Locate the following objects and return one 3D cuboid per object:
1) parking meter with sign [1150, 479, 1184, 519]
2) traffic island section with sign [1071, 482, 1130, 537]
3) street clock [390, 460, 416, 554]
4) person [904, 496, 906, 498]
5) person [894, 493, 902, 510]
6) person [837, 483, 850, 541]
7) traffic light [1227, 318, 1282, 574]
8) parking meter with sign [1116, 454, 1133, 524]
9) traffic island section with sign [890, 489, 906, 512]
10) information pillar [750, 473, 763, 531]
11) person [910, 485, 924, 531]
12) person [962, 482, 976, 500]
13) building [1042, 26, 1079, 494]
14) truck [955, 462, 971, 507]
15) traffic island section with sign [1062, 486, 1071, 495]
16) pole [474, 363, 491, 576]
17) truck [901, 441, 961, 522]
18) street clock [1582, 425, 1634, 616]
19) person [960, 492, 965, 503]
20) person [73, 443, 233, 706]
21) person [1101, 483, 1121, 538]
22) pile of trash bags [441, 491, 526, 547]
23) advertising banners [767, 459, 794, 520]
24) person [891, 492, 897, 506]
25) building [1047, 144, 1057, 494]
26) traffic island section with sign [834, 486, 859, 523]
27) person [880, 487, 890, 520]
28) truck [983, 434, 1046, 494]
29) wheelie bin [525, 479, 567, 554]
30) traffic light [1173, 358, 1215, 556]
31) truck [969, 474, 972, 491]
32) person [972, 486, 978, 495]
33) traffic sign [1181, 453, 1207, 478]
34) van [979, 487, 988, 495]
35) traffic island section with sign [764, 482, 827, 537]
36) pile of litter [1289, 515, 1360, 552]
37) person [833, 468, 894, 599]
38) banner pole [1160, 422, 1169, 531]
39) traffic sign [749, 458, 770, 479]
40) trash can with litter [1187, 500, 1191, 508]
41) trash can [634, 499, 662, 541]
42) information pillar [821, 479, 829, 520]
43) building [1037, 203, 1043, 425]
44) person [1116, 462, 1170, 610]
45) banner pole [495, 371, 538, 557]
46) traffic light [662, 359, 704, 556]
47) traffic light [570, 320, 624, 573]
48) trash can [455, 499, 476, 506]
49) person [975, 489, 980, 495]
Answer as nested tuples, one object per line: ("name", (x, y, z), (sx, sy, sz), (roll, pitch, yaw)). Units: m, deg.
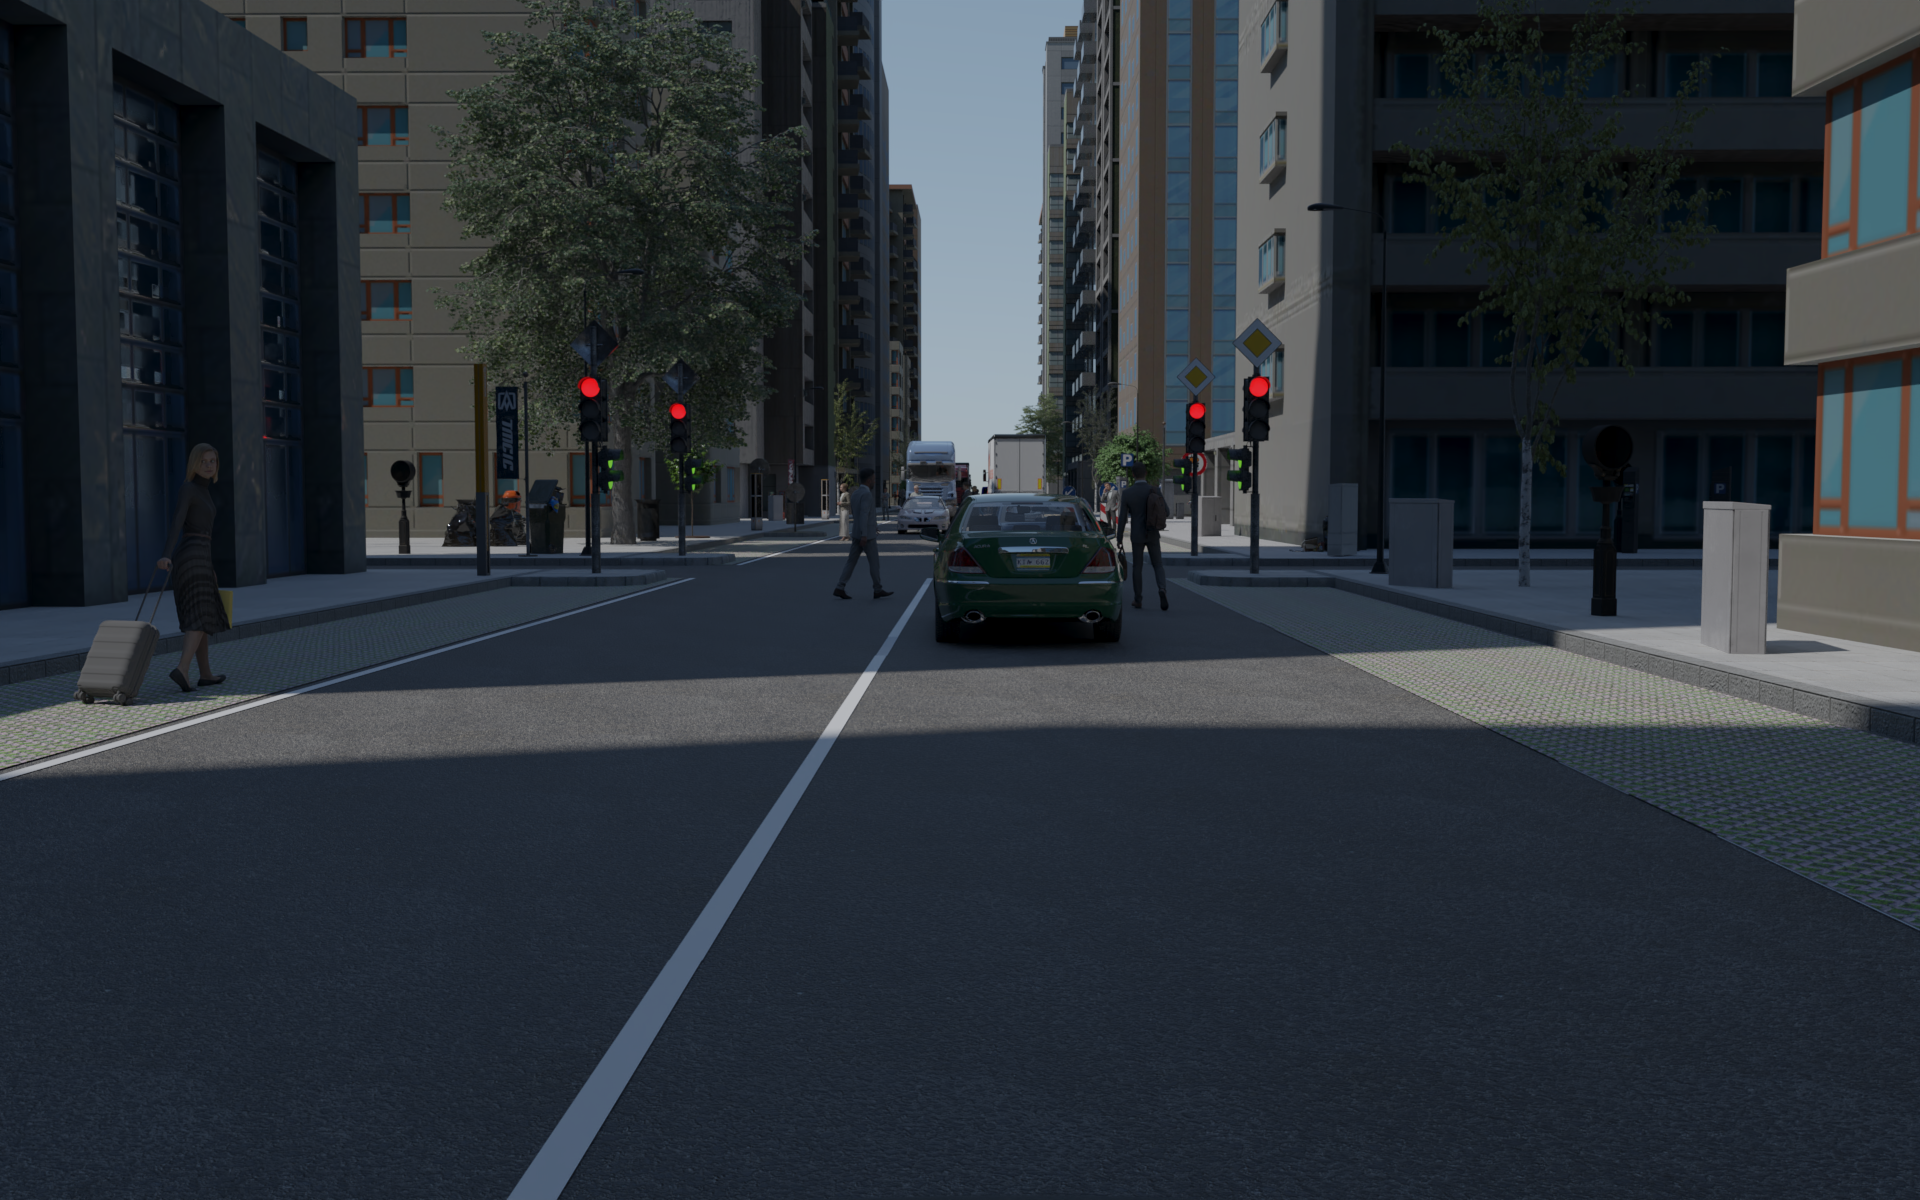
("parking meter with sign", (10.511, -5.611, 88.002), (1.738, 3.016, 0.543), (-1, 4, -9))
("traffic island section with sign", (4.872, -3.054, 58.554), (1.989, 1.847, 2.006), (0, 4, 1))
("street clock", (-11.893, -1.985, 37.032), (0.471, 2.002, 0.358), (1, 4, 8))
("person", (-3.968, -8.071, 140.477), (1.348, 1.821, 0.705), (0, 4, -4))
("person", (-4.864, -7.839, 137.469), (0.742, 1.727, 0.445), (-2, 4, -24))
("person", (-3.579, -2.691, 53.045), (0.362, 1.759, 0.519), (-2, 4, -31))
("traffic light", (4.732, -2.380, 27.832), (0.839, 4.253, 0.868), (0, 4, 1))
("parking meter with sign", (7.105, -4.852, 75.589), (0.543, 3.016, 1.738), (0, 4, -7))
("traffic island section with sign", (-4.434, -7.767, 135.622), (1.989, 1.847, 2.006), (0, 4, 1))
("information pillar", (-7.154, -3.451, 60.916), (0.304, 2.012, 0.304), (-3, 5, -41))
("person", (-1.716, -3.523, 66.592), (0.782, 1.767, 0.515), (0, 4, 1))
("person", (0.277, -2.990, 57.343), (0.822, 1.834, 0.622), (0, 4, -1))
("building", (21.231, -41.811, 225.613), (21.231, 58.520, 28.212), (0, 4, 1))
("truck", (-0.392, -10.195, 155.608), (2.839, 4.237, 11.283), (0, 4, 0))
("traffic island section with sign", (5.244, -4.702, 85.507), (1.989, 1.847, 2.006), (0, 4, 1))
("pole", (-7.495, -2.038, 27.161), (0.158, 3.312, 0.155), (0, 3, 0))
("truck", (-1.479, -6.363, 93.799), (2.967, 4.110, 18.799), (0, 4, 0))
("street clock", (6.789, -0.834, 18.204), (0.471, 2.002, 0.358), (-1, 4, -14))
("person", (0.230, -8.541, 149.617), (0.415, 1.643, 0.593), (2, 4, 32))
("person", (-5.690, -0.221, 12.339), (0.699, 1.804, 1.509), (1, 4, 19))
("person", (4.896, -2.905, 56.185), (0.592, 1.802, 0.473), (3, 5, 41))
("pile of trash bags", (-11.691, -2.067, 43.541), (1.912, 1.369, 3.447), (0, 4, 2))
("advertising banners", (-8.867, -5.488, 85.910), (0.090, 3.025, 2.074), (2, 4, 35))
("person", (-7.188, -11.255, 193.341), (1.217, 1.723, 0.721), (3, 4, 36))
("building", (17.284, -31.895, 205.084), (14.154, 41.232, 14.086), (0, 4, 1))
("traffic island section with sign", (-5.129, -4.681, 85.159), (1.989, 1.847, 2.006), (0, 4, 1))
("person", (-4.093, -5.241, 94.374), (0.511, 1.800, 0.466), (1, 4, 11))
("truck", (2.690, -5.966, 86.462), (2.839, 4.237, 11.283), (0, 4, -1))
("wheelie bin", (-8.910, -1.796, 37.273), (0.980, 1.594, 0.693), (2, 4, 29))
("traffic light", (4.843, -2.868, 35.816), (0.839, 4.253, 0.868), (0, 4, 1))
("truck", (0.325, -15.847, 248.005), (2.839, 4.237, 11.283), (0, 4, 0))
("person", (0.873, -4.052, 74.965), (0.699, 1.804, 1.509), (-3, 4, -38))
("traffic sign", (6.752, -3.057, 50.084), (0.768, 2.556, 0.104), (0, 4, 2))
("van", (2.601, -8.367, 141.176), (2.240, 2.365, 5.245), (0, 4, 0))
("traffic island section with sign", (-5.513, -3.032, 58.206), (1.989, 1.847, 2.006), (0, 4, 1))
("pile of litter", (8.176, -1.519, 38.808), (1.719, 0.858, 1.176), (0, 4, -2))
("person", (-1.332, -0.910, 23.661), (0.850, 1.792, 0.678), (-2, 4, -28))
("banner pole", (7.077, -4.298, 60.283), (0.401, 3.779, 0.863), (0, 4, 4))
("traffic sign", (-7.138, -3.761, 61.606), (0.768, 2.556, 0.104), (1, 4, 11))
("trash can with litter", (11.118, -4.251, 80.884), (0.624, 1.170, 1.055), (3, 4, 36))
("trash can", (-8.532, -2.186, 47.399), (0.748, 1.137, 0.748), (0, 3, 0))
("information pillar", (-6.755, -5.044, 86.965), (0.304, 2.012, 0.304), (1, 4, 20))
("building", (22.621, -36.697, 254.617), (22.147, 44.769, 28.867), (0, 4, 1))
("person", (2.280, -0.799, 21.521), (0.622, 1.834, 0.822), (-1, 4, -9))
("banner pole", (-9.105, -2.781, 35.487), (0.863, 3.779, 0.401), (0, 4, 3))
("traffic light", (-5.767, -2.876, 35.947), (0.839, 4.253, 0.868), (0, 4, 1))
("traffic light", (-5.879, -2.388, 27.963), (0.839, 4.253, 0.868), (0, 4, 1))
("trash can", (-13.122, -2.125, 46.392), (0.748, 1.137, 0.748), (0, 3, 0))
("person", (1.027, -5.218, 94.645), (0.643, 1.720, 0.563), (1, 4, 18))
